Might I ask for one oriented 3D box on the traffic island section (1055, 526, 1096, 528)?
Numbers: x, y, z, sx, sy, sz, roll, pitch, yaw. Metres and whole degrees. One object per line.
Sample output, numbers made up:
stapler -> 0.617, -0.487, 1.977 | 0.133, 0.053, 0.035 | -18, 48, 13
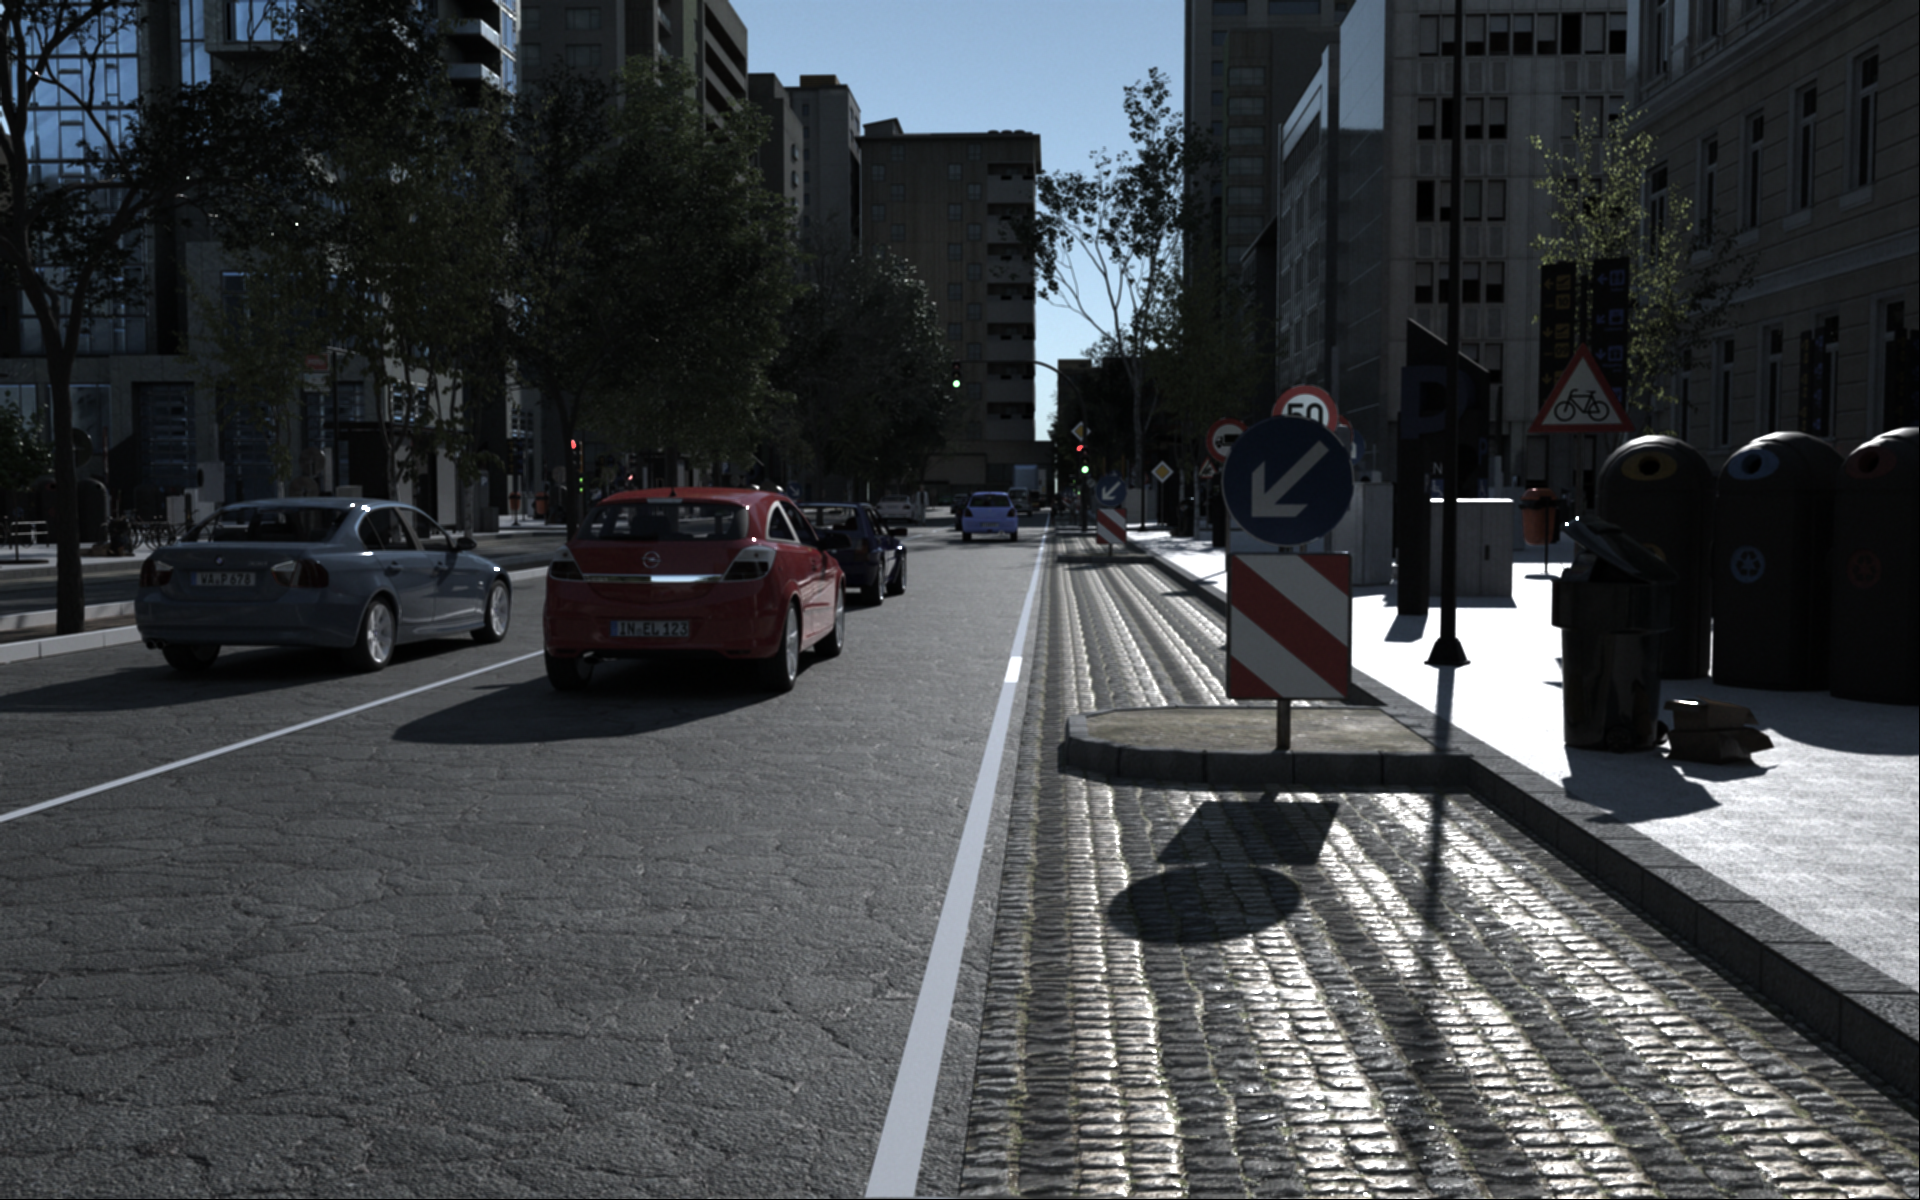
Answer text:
traffic island section -> 4.677, -2.723, 66.802 | 2.009, 0.180, 2.903 | 0, 4, 3

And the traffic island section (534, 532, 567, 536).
traffic island section -> -13.322, -2.294, 59.787 | 2.009, 0.180, 2.903 | 0, 4, 3

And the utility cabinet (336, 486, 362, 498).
utility cabinet -> -16.345, -2.303, 46.334 | 0.318, 1.500, 1.173 | -3, 4, -39

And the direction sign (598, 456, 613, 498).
direction sign -> -20.864, -6.731, 102.041 | 0.876, 3.537, 0.379 | -2, 4, -30

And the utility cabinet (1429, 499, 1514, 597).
utility cabinet -> 6.386, -0.646, 21.717 | 1.020, 1.237, 0.306 | 0, 4, 5

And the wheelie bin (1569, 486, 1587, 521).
wheelie bin -> 23.536, -3.568, 66.243 | 0.693, 1.594, 0.980 | -1, 4, -23

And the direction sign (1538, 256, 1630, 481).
direction sign -> 6.058, -1.523, 16.902 | 0.876, 3.537, 0.379 | 3, 5, 45

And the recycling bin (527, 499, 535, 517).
recycling bin -> -23.426, -5.066, 95.388 | 0.722, 1.027, 0.722 | 0, 4, -6

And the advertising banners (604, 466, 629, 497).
advertising banners -> -21.209, -6.794, 107.274 | 2.074, 3.025, 0.090 | 2, 4, 25

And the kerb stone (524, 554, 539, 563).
kerb stone -> -9.052, -0.856, 36.186 | 0.120, 0.150, 1.000 | 0, 4, 3

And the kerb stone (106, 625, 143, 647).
kerb stone -> -8.013, 0.338, 16.662 | 0.120, 0.150, 1.000 | 0, 4, 3

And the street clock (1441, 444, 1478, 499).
street clock -> 7.179, -1.245, 24.931 | 0.471, 2.002, 0.358 | -1, 4, -9

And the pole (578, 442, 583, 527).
pole -> -14.744, -4.491, 67.263 | 0.158, 3.312, 0.155 | 0, 3, 0

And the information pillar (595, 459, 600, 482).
information pillar -> -24.368, -7.676, 116.850 | 0.504, 3.616, 0.183 | -1, 4, -22

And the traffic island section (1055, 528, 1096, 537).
traffic island section -> 4.243, -2.235, 58.829 | 2.009, 0.180, 2.903 | 0, 4, 3

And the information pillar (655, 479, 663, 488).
information pillar -> -14.200, -4.732, 81.859 | 0.304, 2.012, 0.304 | -2, 4, -26

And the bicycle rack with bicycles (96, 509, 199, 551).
bicycle rack with bicycles -> -18.514, -1.616, 39.796 | 2.852, 0.926, 2.925 | 2, 4, 27

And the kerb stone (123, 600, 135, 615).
kerb stone -> -9.889, 0.081, 20.866 | 0.120, 0.150, 1.000 | 0, 4, 3

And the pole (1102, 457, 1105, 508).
pole -> 7.886, -6.180, 94.886 | 0.158, 3.312, 0.155 | 0, 3, 0

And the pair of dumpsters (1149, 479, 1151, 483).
pair of dumpsters -> 11.691, -6.184, 103.602 | 1.574, 2.255, 4.437 | 0, 4, 3

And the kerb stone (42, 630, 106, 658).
kerb stone -> -8.067, 0.401, 15.641 | 0.120, 0.150, 1.000 | 0, 4, 3

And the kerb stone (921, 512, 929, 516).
kerb stone -> -2.411, -5.952, 119.607 | 0.120, 0.150, 1.000 | 0, 4, 3

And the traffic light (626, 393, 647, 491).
traffic light -> -10.755, -5.681, 67.545 | 4.771, 5.953, 1.251 | 0, 4, 3

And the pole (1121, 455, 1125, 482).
pole -> 8.577, -5.949, 91.112 | 0.158, 3.312, 0.155 | 0, 3, 0

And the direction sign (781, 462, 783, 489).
direction sign -> -12.558, -7.967, 122.254 | 0.379, 3.537, 0.876 | 0, 4, -2

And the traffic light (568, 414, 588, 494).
traffic light -> -13.283, -4.326, 59.650 | 0.839, 4.253, 0.868 | 0, 4, 3

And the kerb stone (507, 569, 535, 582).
kerb stone -> -7.348, -0.405, 28.931 | 0.120, 0.150, 1.000 | 0, 4, 3

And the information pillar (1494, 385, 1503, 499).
information pillar -> 11.700, -2.832, 37.653 | 0.183, 3.616, 0.504 | 1, 4, 10

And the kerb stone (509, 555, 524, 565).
kerb stone -> -9.116, -0.789, 35.164 | 0.120, 0.150, 1.000 | 0, 4, 3

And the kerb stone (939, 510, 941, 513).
kerb stone -> -1.740, -6.707, 131.891 | 0.120, 0.150, 1.000 | 0, 4, 3

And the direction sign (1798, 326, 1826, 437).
direction sign -> 11.714, -1.950, 23.881 | 0.379, 3.537, 0.876 | 0, 4, 7

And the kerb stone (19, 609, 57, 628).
kerb stone -> -10.003, 0.207, 18.819 | 0.120, 0.150, 1.000 | 0, 4, 3

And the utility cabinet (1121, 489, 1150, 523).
utility cabinet -> 7.673, -4.137, 76.320 | 1.173, 1.500, 0.318 | -2, 4, -29

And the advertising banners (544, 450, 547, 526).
advertising banners -> -16.765, -4.517, 70.034 | 0.090, 3.025, 2.074 | -1, 4, -14

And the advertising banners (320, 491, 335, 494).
advertising banners -> -25.176, -4.556, 70.678 | 2.074, 3.025, 0.090 | 0, 4, 2

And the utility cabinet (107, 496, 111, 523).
utility cabinet -> -34.519, -3.574, 69.595 | 0.306, 1.237, 1.020 | 3, 4, 37

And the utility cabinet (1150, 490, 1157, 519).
utility cabinet -> 9.364, -4.824, 87.545 | 1.173, 1.500, 0.318 | 1, 4, 23

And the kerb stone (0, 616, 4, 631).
kerb stone -> -10.051, 0.269, 17.798 | 0.120, 0.150, 1.000 | 0, 4, 3

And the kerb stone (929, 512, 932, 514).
kerb stone -> -2.238, -6.143, 122.673 | 0.120, 0.150, 1.000 | 0, 4, 3

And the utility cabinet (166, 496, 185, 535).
utility cabinet -> -23.624, -2.542, 52.723 | 0.306, 1.237, 1.020 | 2, 4, 27

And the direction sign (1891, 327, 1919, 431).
direction sign -> 13.003, -1.948, 23.843 | 0.876, 3.537, 0.379 | -3, 5, -41

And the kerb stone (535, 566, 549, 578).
kerb stone -> -7.295, -0.470, 29.956 | 0.120, 0.150, 1.000 | 0, 4, 3

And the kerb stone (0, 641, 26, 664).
kerb stone -> -8.125, 0.463, 14.621 | 0.120, 0.150, 1.000 | 0, 4, 3

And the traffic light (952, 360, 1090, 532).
traffic light -> 2.110, -5.139, 58.689 | 4.771, 5.953, 1.251 | 0, 4, 3

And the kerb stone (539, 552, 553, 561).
kerb stone -> -8.995, -0.919, 37.214 | 0.120, 0.150, 1.000 | 0, 4, 3

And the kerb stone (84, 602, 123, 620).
kerb stone -> -9.946, 0.144, 19.846 | 0.120, 0.150, 1.000 | 0, 4, 3

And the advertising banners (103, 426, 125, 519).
advertising banners -> -21.616, -2.939, 44.236 | 0.090, 3.025, 2.074 | -3, 4, -37

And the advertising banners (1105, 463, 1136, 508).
advertising banners -> 9.059, -6.218, 97.859 | 2.074, 3.025, 0.090 | 0, 4, 7

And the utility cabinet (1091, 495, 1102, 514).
utility cabinet -> 8.906, -6.177, 112.149 | 0.306, 1.237, 1.020 | -2, 4, -32

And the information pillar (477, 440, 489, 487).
information pillar -> -20.566, -5.101, 74.752 | 0.504, 3.616, 0.183 | 1, 4, 14

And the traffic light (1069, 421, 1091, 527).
traffic light -> 4.637, -4.757, 66.691 | 0.839, 4.253, 0.868 | 0, 4, 3

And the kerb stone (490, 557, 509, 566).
kerb stone -> -9.160, -0.728, 34.143 | 0.120, 0.150, 1.000 | 0, 4, 3

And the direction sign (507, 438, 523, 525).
direction sign -> -18.180, -4.822, 70.829 | 0.379, 3.537, 0.876 | 2, 4, 30
